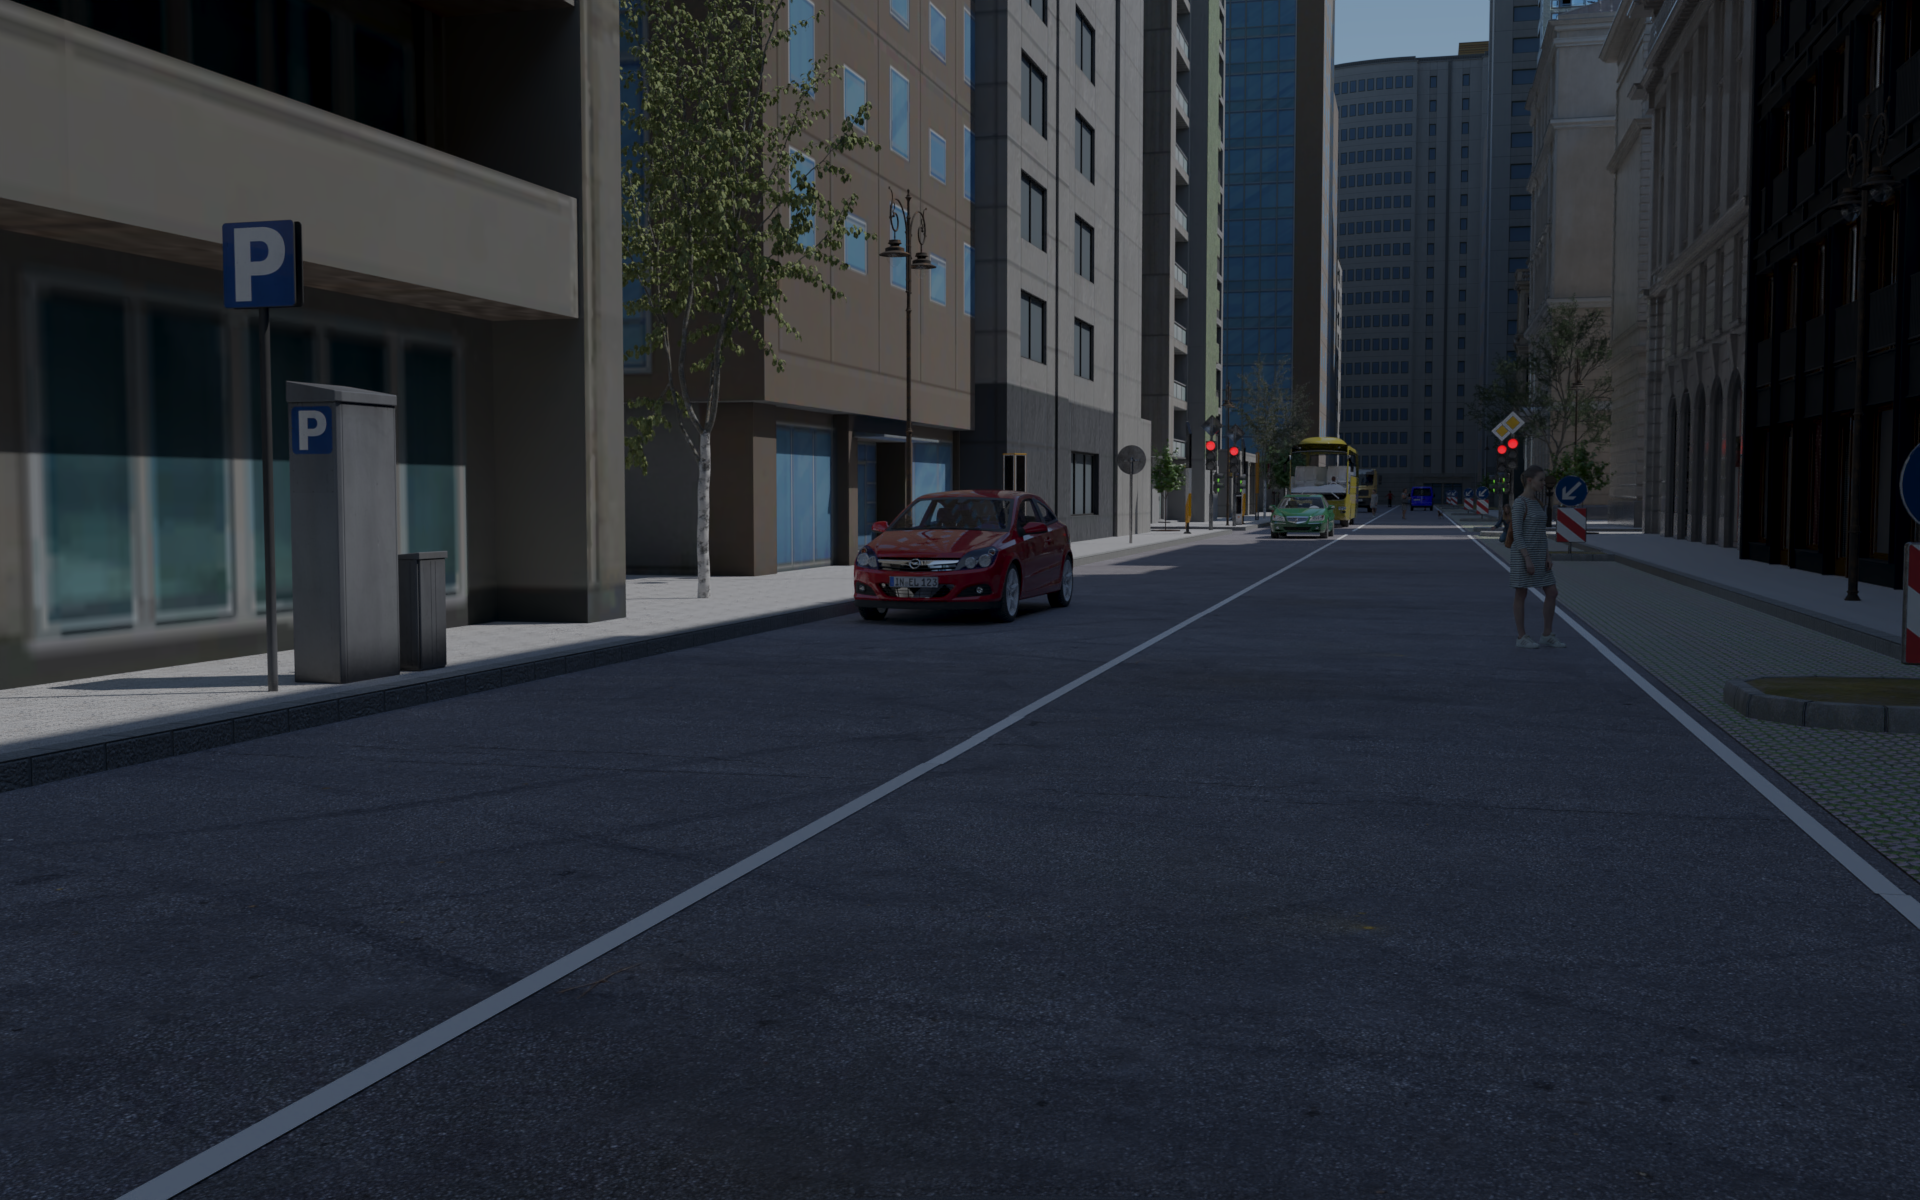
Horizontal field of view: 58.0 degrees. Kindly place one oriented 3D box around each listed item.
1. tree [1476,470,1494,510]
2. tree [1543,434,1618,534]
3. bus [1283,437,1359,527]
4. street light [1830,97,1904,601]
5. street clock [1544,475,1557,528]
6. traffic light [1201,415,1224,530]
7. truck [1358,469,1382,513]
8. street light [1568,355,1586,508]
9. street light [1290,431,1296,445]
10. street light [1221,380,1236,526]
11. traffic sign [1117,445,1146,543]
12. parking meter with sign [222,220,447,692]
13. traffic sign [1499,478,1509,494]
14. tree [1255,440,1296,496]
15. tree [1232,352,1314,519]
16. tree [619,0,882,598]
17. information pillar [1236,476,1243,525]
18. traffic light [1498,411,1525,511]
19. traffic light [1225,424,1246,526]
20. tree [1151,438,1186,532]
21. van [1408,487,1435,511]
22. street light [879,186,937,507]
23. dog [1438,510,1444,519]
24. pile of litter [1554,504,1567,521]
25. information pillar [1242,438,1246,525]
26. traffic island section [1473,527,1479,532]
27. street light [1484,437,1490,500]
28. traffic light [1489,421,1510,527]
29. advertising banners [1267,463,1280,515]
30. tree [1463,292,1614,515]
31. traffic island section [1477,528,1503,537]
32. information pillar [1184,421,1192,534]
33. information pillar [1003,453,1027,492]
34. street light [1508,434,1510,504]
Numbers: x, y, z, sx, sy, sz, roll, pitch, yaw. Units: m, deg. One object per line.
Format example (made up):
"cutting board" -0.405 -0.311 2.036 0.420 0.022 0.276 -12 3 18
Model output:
"tree" 42.884 -8.961 141.115 1.663 3.219 1.824 0 3 0
"tree" 19.932 -3.729 55.572 1.663 3.219 1.824 0 3 0
"bus" 16.529 -5.306 78.292 2.896 3.916 12.252 1 4 15
"street light" 10.756 -2.930 20.693 0.468 5.910 1.993 1 4 15
"street clock" 22.617 -3.785 66.461 0.471 2.002 0.358 0 4 6
"traffic light" 8.909 -4.426 61.281 0.839 4.253 0.868 1 4 15
"truck" 31.567 -8.617 136.805 3.469 3.379 9.791 1 4 14
"street light" 20.563 -5.202 57.839 0.468 5.910 1.993 1 4 15
"street light" 20.548 -8.205 106.946 0.468 5.910 1.993 1 4 15
"street light" 10.856 -5.952 70.099 0.468 5.910 1.993 1 4 15
"traffic sign" 4.443 -2.745 44.991 0.768 2.556 0.104 1 4 17
"parking meter with sign" -4.229 -0.961 11.967 0.543 3.016 1.738 1 4 17
"traffic sign" 32.100 -6.200 102.552 0.795 2.450 0.064 1 4 20
"tree" 18.850 -7.146 100.547 4.285 4.588 4.351 0 3 0
"tree" 16.167 -8.557 90.275 4.360 8.622 3.978 0 3 0
"tree" -3.104 -4.341 21.343 4.737 8.622 4.395 0 3 0
"information pillar" 11.531 -4.107 71.634 0.304 2.012 0.304 1 4 10
"traffic light" 18.687 -4.268 58.710 0.839 4.253 0.868 1 4 15
"traffic light" 10.960 -4.898 69.000 0.839 4.253 0.868 1 4 15
"tree" 7.121 -3.973 59.565 1.663 3.219 1.824 0 3 0
"van" 39.439 -8.777 147.893 2.240 2.365 5.245 1 4 15
"street light" -0.781 -3.279 26.398 0.468 5.910 1.993 1 4 15
"dog" 27.605 -4.907 99.519 0.540 0.507 0.406 3 5 42
"pile of litter" 28.921 -4.189 82.449 1.176 0.858 1.719 1 4 14
"information pillar" 11.893 -4.972 72.653 0.183 3.616 0.504 0 4 -1
"traffic island section" 20.773 -2.707 66.532 2.009 0.180 2.903 1 4 15
"street light" 41.911 -10.095 137.846 0.468 5.910 1.993 1 4 15
"traffic light" 20.737 -4.741 66.428 0.839 4.253 0.868 1 4 15
"advertising banners" 17.687 -6.210 97.723 0.090 3.025 2.074 -1 4 -9
"tree" 27.772 -8.961 80.918 8.767 10.594 7.601 0 4 -7
"traffic island section" 18.723 -2.234 58.814 2.009 0.180 2.903 1 4 15
"information pillar" 7.351 -3.937 55.723 0.183 3.616 0.504 0 4 -5
"information pillar" 0.992 -1.646 31.401 0.304 2.012 0.304 -3 5 -43
"street light" 32.063 -7.844 101.041 0.468 5.910 1.993 1 4 15
